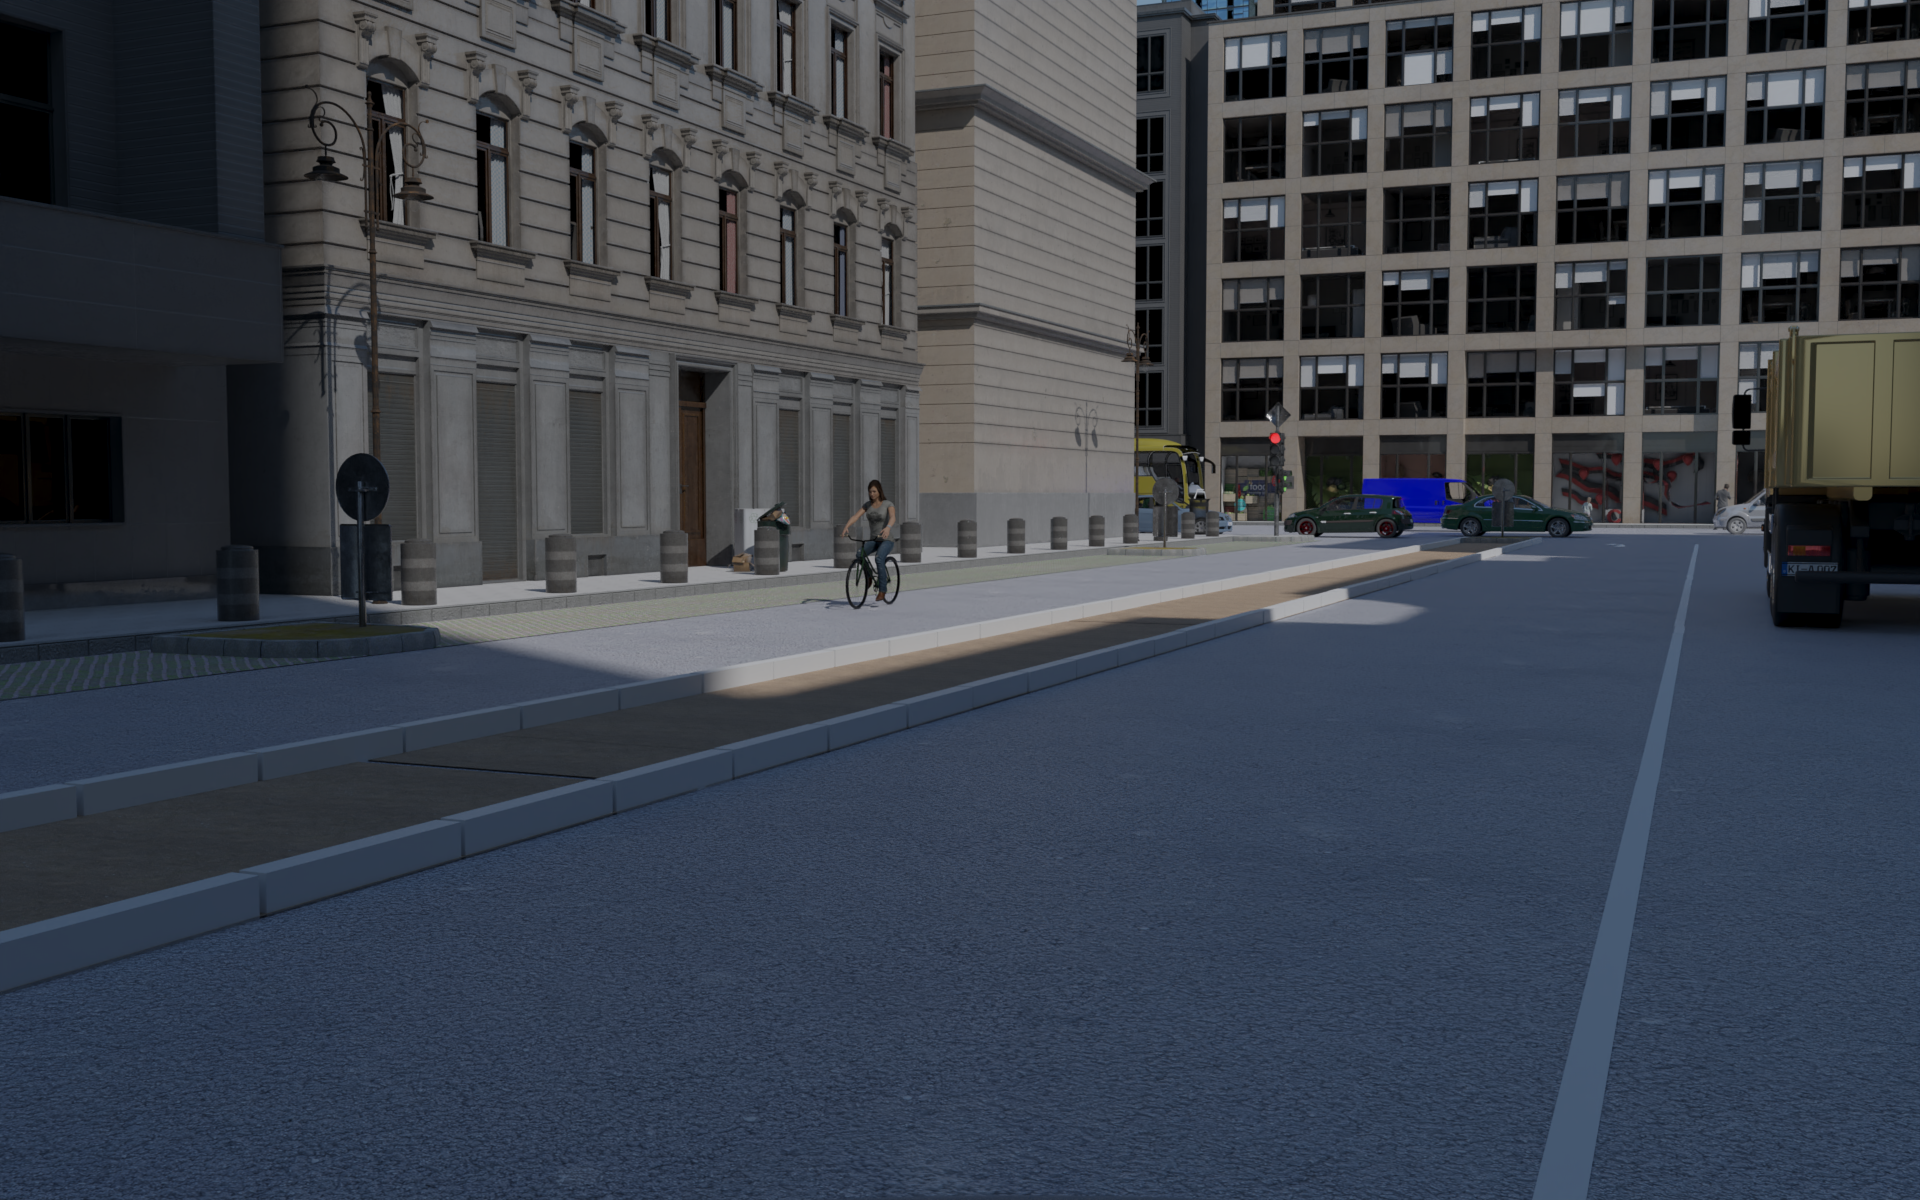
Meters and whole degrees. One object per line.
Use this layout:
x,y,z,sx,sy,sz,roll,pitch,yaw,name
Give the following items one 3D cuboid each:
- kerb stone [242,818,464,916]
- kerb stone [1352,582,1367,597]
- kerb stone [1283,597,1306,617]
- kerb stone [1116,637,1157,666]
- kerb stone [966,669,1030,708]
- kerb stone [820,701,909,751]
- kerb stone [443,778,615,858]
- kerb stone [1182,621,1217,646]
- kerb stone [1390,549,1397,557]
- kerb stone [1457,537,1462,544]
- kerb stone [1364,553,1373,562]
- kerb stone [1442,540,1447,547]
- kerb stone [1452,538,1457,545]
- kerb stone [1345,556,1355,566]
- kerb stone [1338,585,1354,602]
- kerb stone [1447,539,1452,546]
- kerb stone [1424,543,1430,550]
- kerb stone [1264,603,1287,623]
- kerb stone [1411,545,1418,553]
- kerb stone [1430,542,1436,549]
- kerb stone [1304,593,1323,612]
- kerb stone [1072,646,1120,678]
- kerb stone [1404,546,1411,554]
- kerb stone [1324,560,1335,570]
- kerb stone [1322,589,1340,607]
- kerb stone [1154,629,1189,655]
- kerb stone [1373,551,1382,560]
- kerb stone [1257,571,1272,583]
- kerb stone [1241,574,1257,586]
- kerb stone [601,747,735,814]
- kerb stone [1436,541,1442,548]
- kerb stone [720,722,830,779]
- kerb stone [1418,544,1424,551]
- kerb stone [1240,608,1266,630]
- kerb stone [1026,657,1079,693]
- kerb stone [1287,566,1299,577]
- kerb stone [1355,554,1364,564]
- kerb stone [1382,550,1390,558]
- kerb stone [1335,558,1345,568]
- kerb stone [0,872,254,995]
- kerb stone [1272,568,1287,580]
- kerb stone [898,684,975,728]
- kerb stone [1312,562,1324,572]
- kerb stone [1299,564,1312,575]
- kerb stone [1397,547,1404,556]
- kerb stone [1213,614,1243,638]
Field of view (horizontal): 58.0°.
-2.208,0.971,6.353,0.120,0.150,1.000,2,4,23,kerb stone
5.521,-0.128,24.285,0.120,0.150,1.000,2,4,23,kerb stone
3.898,0.103,20.504,0.120,0.150,1.000,2,4,23,kerb stone
1.459,0.450,14.842,0.120,0.150,1.000,2,4,23,kerb stone
0.231,0.622,12.018,0.120,0.150,1.000,2,4,23,kerb stone
-0.579,0.741,10.120,0.120,0.150,1.000,2,4,23,kerb stone
-1.803,0.911,7.296,0.120,0.150,1.000,2,4,23,kerb stone
2.271,0.334,16.729,0.120,0.150,1.000,2,4,23,kerb stone
9.716,-1.046,39.291,0.120,0.150,1.000,2,4,23,kerb stone
14.198,-1.679,49.674,0.120,0.150,1.000,2,4,23,kerb stone
8.493,-0.872,36.461,0.120,0.150,1.000,2,4,23,kerb stone
12.975,-1.504,46.837,0.120,0.150,1.000,2,4,23,kerb stone
13.791,-1.615,48.726,0.120,0.150,1.000,2,4,23,kerb stone
7.678,-0.756,34.559,0.120,0.150,1.000,2,4,23,kerb stone
5.119,-0.070,23.342,0.120,0.150,1.000,2,4,23,kerb stone
13.379,-1.564,47.784,0.120,0.150,1.000,2,4,23,kerb stone
11.754,-1.334,44.009,0.120,0.150,1.000,2,4,23,kerb stone
3.495,0.163,19.562,0.120,0.150,1.000,2,4,23,kerb stone
10.935,-1.214,42.121,0.120,0.150,1.000,2,4,23,kerb stone
12.164,-1.386,44.953,0.120,0.150,1.000,2,4,23,kerb stone
4.307,0.046,21.448,0.120,0.150,1.000,2,4,23,kerb stone
1.049,0.507,13.902,0.120,0.150,1.000,2,4,23,kerb stone
10.534,-1.160,41.177,0.120,0.150,1.000,2,4,23,kerb stone
6.864,-0.639,32.673,0.120,0.150,1.000,2,4,23,kerb stone
4.715,-0.009,22.391,0.120,0.150,1.000,2,4,23,kerb stone
1.866,0.398,15.787,0.120,0.150,1.000,2,4,23,kerb stone
8.905,-0.929,37.400,0.120,0.150,1.000,2,4,23,kerb stone
4.823,-0.346,27.951,0.120,0.150,1.000,2,4,23,kerb stone
4.419,-0.294,27.006,0.120,0.150,1.000,2,4,23,kerb stone
-1.393,0.855,8.236,0.120,0.150,1.000,2,4,23,kerb stone
12.567,-1.450,45.895,0.120,0.150,1.000,2,4,23,kerb stone
-0.990,0.796,9.180,0.120,0.150,1.000,2,4,23,kerb stone
11.343,-1.276,43.065,0.120,0.150,1.000,2,4,23,kerb stone
3.081,0.219,18.623,0.120,0.150,1.000,2,4,23,kerb stone
0.646,0.565,12.956,0.120,0.150,1.000,2,4,23,kerb stone
5.635,-0.467,29.838,0.120,0.150,1.000,2,4,23,kerb stone
8.085,-0.814,35.507,0.120,0.150,1.000,2,4,23,kerb stone
9.309,-0.986,38.349,0.120,0.150,1.000,2,4,23,kerb stone
7.274,-0.698,33.612,0.120,0.150,1.000,2,4,23,kerb stone
-2.614,1.029,5.401,0.120,0.150,1.000,2,4,23,kerb stone
5.234,-0.409,28.890,0.120,0.150,1.000,2,4,23,kerb stone
-0.169,0.680,11.070,0.120,0.150,1.000,2,4,23,kerb stone
6.457,-0.579,31.727,0.120,0.150,1.000,2,4,23,kerb stone
6.039,-0.522,30.783,0.120,0.150,1.000,2,4,23,kerb stone
10.124,-1.102,40.237,0.120,0.150,1.000,2,4,23,kerb stone
2.679,0.276,17.675,0.120,0.150,1.000,2,4,23,kerb stone
